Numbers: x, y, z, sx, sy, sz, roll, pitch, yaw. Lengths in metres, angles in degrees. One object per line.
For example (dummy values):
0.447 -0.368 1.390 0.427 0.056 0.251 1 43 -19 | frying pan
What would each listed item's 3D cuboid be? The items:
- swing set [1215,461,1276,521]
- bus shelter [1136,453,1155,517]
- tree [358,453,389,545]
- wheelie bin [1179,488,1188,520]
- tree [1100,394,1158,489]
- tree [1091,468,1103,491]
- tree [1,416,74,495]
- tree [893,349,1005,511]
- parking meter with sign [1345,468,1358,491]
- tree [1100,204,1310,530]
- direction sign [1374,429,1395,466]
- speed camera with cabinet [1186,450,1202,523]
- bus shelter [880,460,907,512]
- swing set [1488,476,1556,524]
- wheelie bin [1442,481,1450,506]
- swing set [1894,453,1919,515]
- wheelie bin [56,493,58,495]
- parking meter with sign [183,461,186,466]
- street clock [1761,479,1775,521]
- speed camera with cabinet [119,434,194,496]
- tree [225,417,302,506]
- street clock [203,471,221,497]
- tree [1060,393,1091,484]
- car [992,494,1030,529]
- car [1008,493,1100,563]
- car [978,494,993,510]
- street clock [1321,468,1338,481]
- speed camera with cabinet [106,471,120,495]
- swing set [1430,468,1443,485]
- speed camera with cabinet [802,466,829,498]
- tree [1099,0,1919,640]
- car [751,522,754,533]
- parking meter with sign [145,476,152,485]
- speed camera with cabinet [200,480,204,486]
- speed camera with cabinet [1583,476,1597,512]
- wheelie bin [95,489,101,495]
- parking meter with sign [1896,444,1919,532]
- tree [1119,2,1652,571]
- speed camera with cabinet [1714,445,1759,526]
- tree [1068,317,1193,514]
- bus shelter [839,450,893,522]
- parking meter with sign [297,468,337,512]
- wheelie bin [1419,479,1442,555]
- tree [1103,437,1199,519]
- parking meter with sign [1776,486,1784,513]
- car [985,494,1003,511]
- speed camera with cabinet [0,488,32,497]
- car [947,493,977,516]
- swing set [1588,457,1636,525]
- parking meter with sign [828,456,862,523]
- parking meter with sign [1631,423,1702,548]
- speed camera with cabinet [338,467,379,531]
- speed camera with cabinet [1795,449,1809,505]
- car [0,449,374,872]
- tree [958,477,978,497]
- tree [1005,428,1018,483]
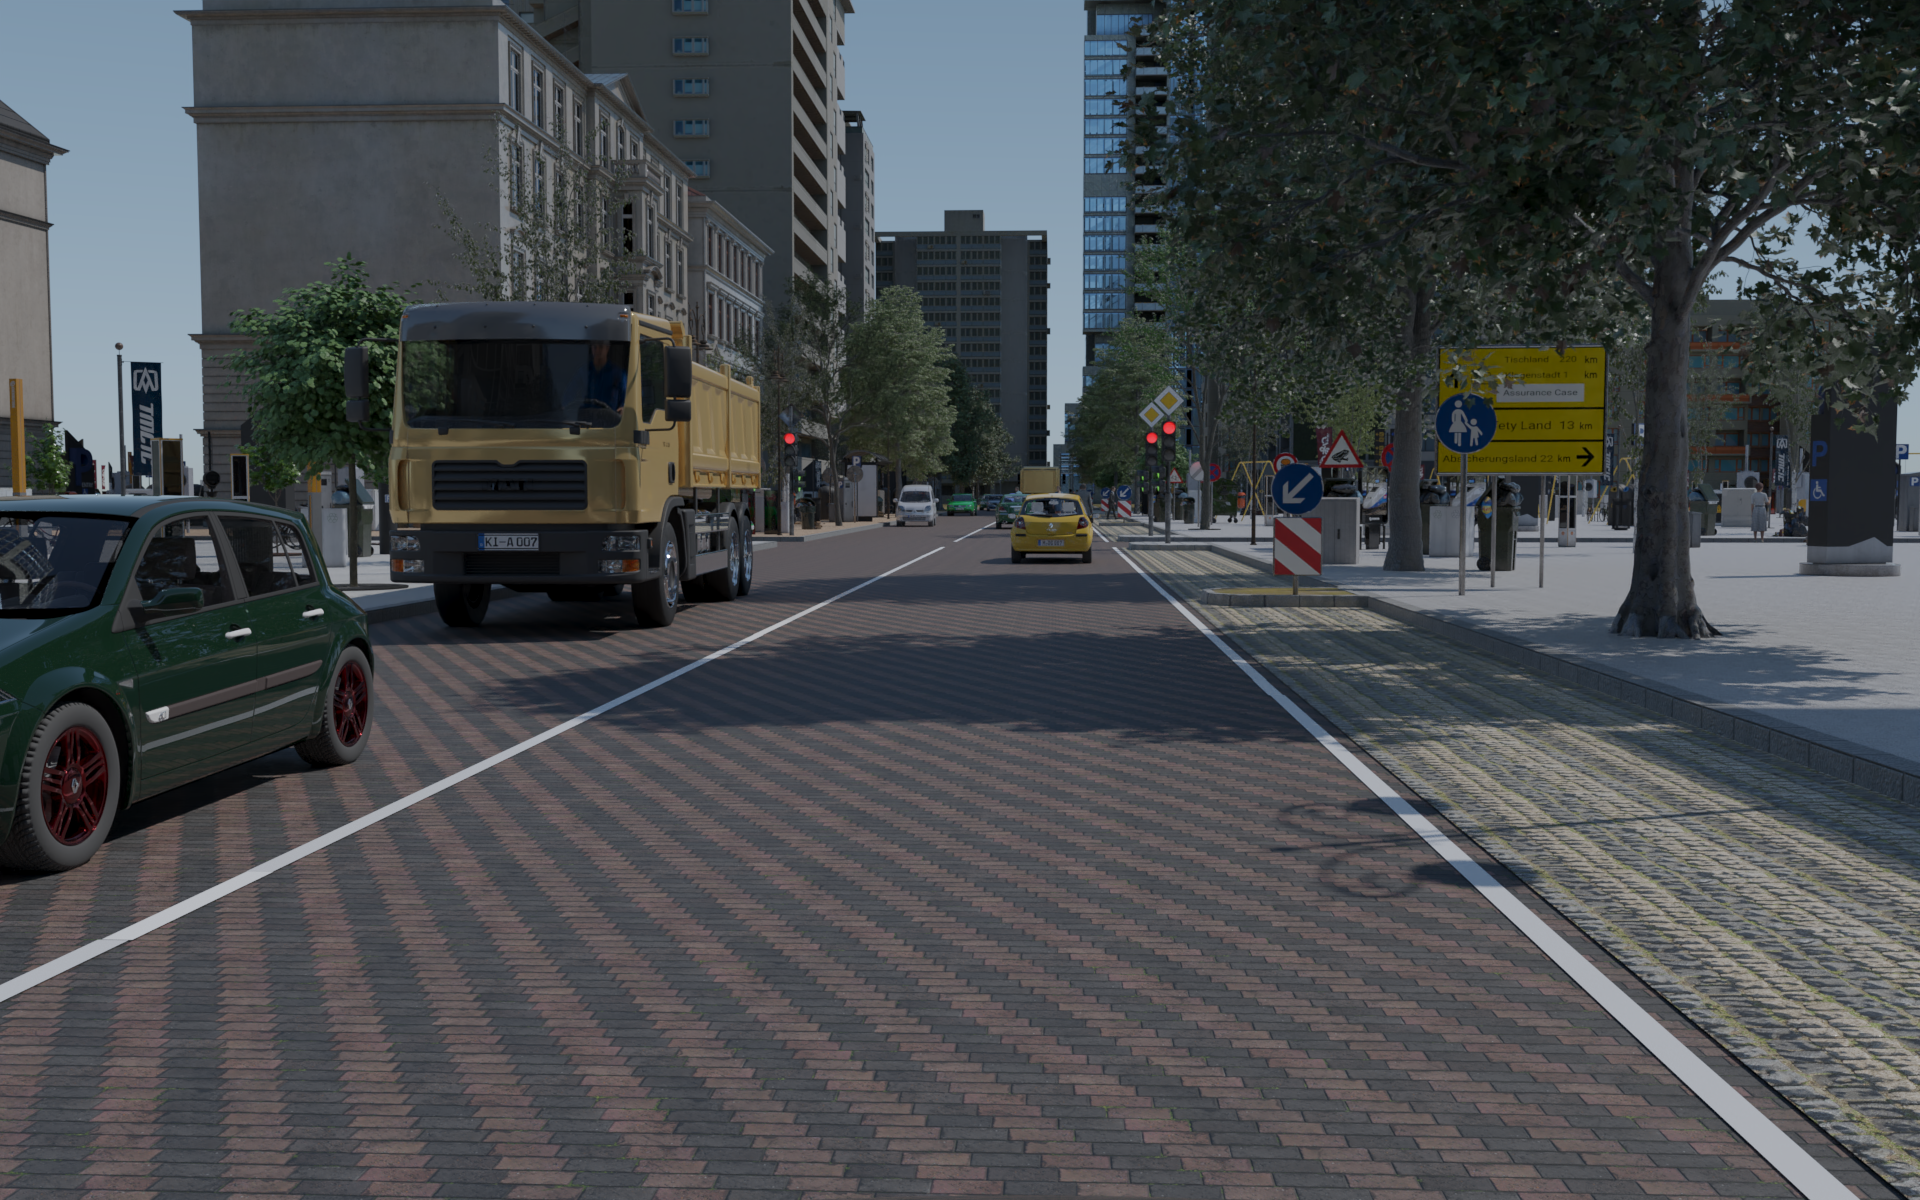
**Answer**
14.088 -5.235 83.207 2.862 2.851 3.119 -1 4 -18 | swing set
11.278 -6.710 100.989 1.731 3.624 6.357 0 4 3 | bus shelter
-14.322 -3.000 43.654 1.663 3.219 1.824 0 3 0 | tree
10.789 -4.717 85.025 0.980 1.594 0.693 3 4 36 | wheelie bin
11.932 -10.327 119.208 4.737 8.622 4.395 0 3 0 | tree
14.298 -10.709 158.812 4.285 4.588 4.351 0 3 0 | tree
-22.419 -2.946 42.774 1.663 3.219 1.824 0 3 0 | tree
-1.617 -13.310 134.633 9.611 12.733 9.660 0 3 0 | tree
20.688 -5.669 88.946 1.738 3.016 0.543 2 4 25 | parking meter with sign
8.755 -8.297 61.407 9.928 11.665 9.643 0 3 0 | tree
14.782 -4.157 59.971 0.876 3.537 0.379 2 4 24 | direction sign
10.426 -5.058 77.032 0.660 3.252 2.038 0 4 6 | speed camera with cabinet
-4.539 -8.049 122.884 1.731 3.624 6.357 0 4 3 | bus shelter
23.670 -4.562 72.202 3.119 2.851 2.862 0 4 0 | swing set
12.173 -2.153 43.114 0.693 1.594 0.980 0 4 -4 | wheelie bin
35.321 -4.189 66.116 3.119 2.851 2.862 1 4 23 | swing set
-47.755 -5.132 91.822 0.693 1.594 0.980 2 4 27 | wheelie bin
-41.350 -5.863 92.123 0.543 3.016 1.738 -1 4 -18 | parking meter with sign
38.083 -4.725 81.823 0.471 2.002 0.358 2 4 31 | street clock
-26.328 -3.826 56.885 2.038 3.252 0.660 -1 4 -8 | speed camera with cabinet
-14.299 -2.521 35.820 1.663 3.219 1.824 0 3 0 | tree
-23.349 -3.028 54.074 0.471 2.002 0.358 -3 5 -43 | street clock
16.330 -17.549 193.577 9.857 13.997 8.962 0 3 0 | tree
2.399 -3.707 72.400 2.131 1.459 4.920 0 4 1 | car
2.009 -1.655 37.286 2.015 1.641 3.980 0 4 4 | car
2.706 -8.698 154.009 2.131 1.459 4.920 0 4 4 | car
7.824 -1.964 36.689 0.358 2.002 0.471 2 4 30 | street clock
-34.288 -4.658 70.488 0.660 3.252 2.038 -2 4 -35 | speed camera with cabinet
29.680 -6.547 104.665 3.119 2.851 2.862 -2 4 -24 | swing set
-10.190 -7.886 123.266 2.038 3.252 0.660 1 4 21 | speed camera with cabinet
6.374 -6.013 15.318 9.611 12.733 9.660 0 3 0 | tree
-8.307 -2.514 49.902 4.718 1.807 1.959 0 4 3 | car
-57.936 -7.874 125.000 1.738 3.016 0.543 2 4 27 | parking meter with sign
-45.193 -6.806 105.613 2.038 3.252 0.660 -3 5 -42 | speed camera with cabinet
39.189 -7.051 109.617 2.038 3.252 0.660 3 5 41 | speed camera with cabinet
-50.378 -5.682 100.811 0.980 1.594 0.693 1 4 10 | wheelie bin
32.564 -3.861 59.390 0.543 3.016 1.738 0 4 5 | parking meter with sign
7.565 -7.463 28.683 9.857 13.997 8.962 0 3 0 | tree
30.957 -4.601 69.564 2.038 3.252 0.660 0 4 1 | speed camera with cabinet
11.280 -11.841 111.724 7.486 12.596 7.792 0 3 0 | tree
-4.461 -5.432 82.741 2.014 3.302 5.546 0 4 3 | bus shelter
-21.325 -3.756 57.668 0.543 3.016 1.738 1 4 18 | parking meter with sign
10.000 -1.862 38.358 0.693 1.594 0.980 -2 4 -25 | wheelie bin
10.567 -6.457 89.279 4.285 4.588 4.351 0 3 0 | tree
54.287 -7.239 114.619 0.543 3.016 1.738 1 4 21 | parking meter with sign
3.124 -8.156 145.349 2.014 1.417 4.499 0 4 2 | car
-25.889 -3.170 46.164 0.660 3.252 2.038 2 4 30 | speed camera with cabinet
0.149 -6.389 113.262 1.959 1.807 4.718 0 4 4 | car
28.478 -4.627 73.274 2.862 2.851 3.119 0 4 5 | swing set
-5.225 -5.033 78.553 0.543 3.016 1.738 3 5 39 | parking meter with sign
17.162 -2.798 42.012 0.543 3.016 1.738 -2 4 -30 | parking meter with sign
-20.431 -3.993 59.629 0.660 3.252 2.038 2 4 28 | speed camera with cabinet
36.935 -4.914 74.685 0.660 3.252 2.038 -1 4 -21 | speed camera with cabinet
-4.140 0.119 7.848 2.009 1.686 4.222 0 4 3 | car
1.375 -14.354 185.045 4.360 8.622 3.978 0 3 0 | tree
0.091 -15.628 172.523 9.611 12.733 9.660 0 3 0 | tree
